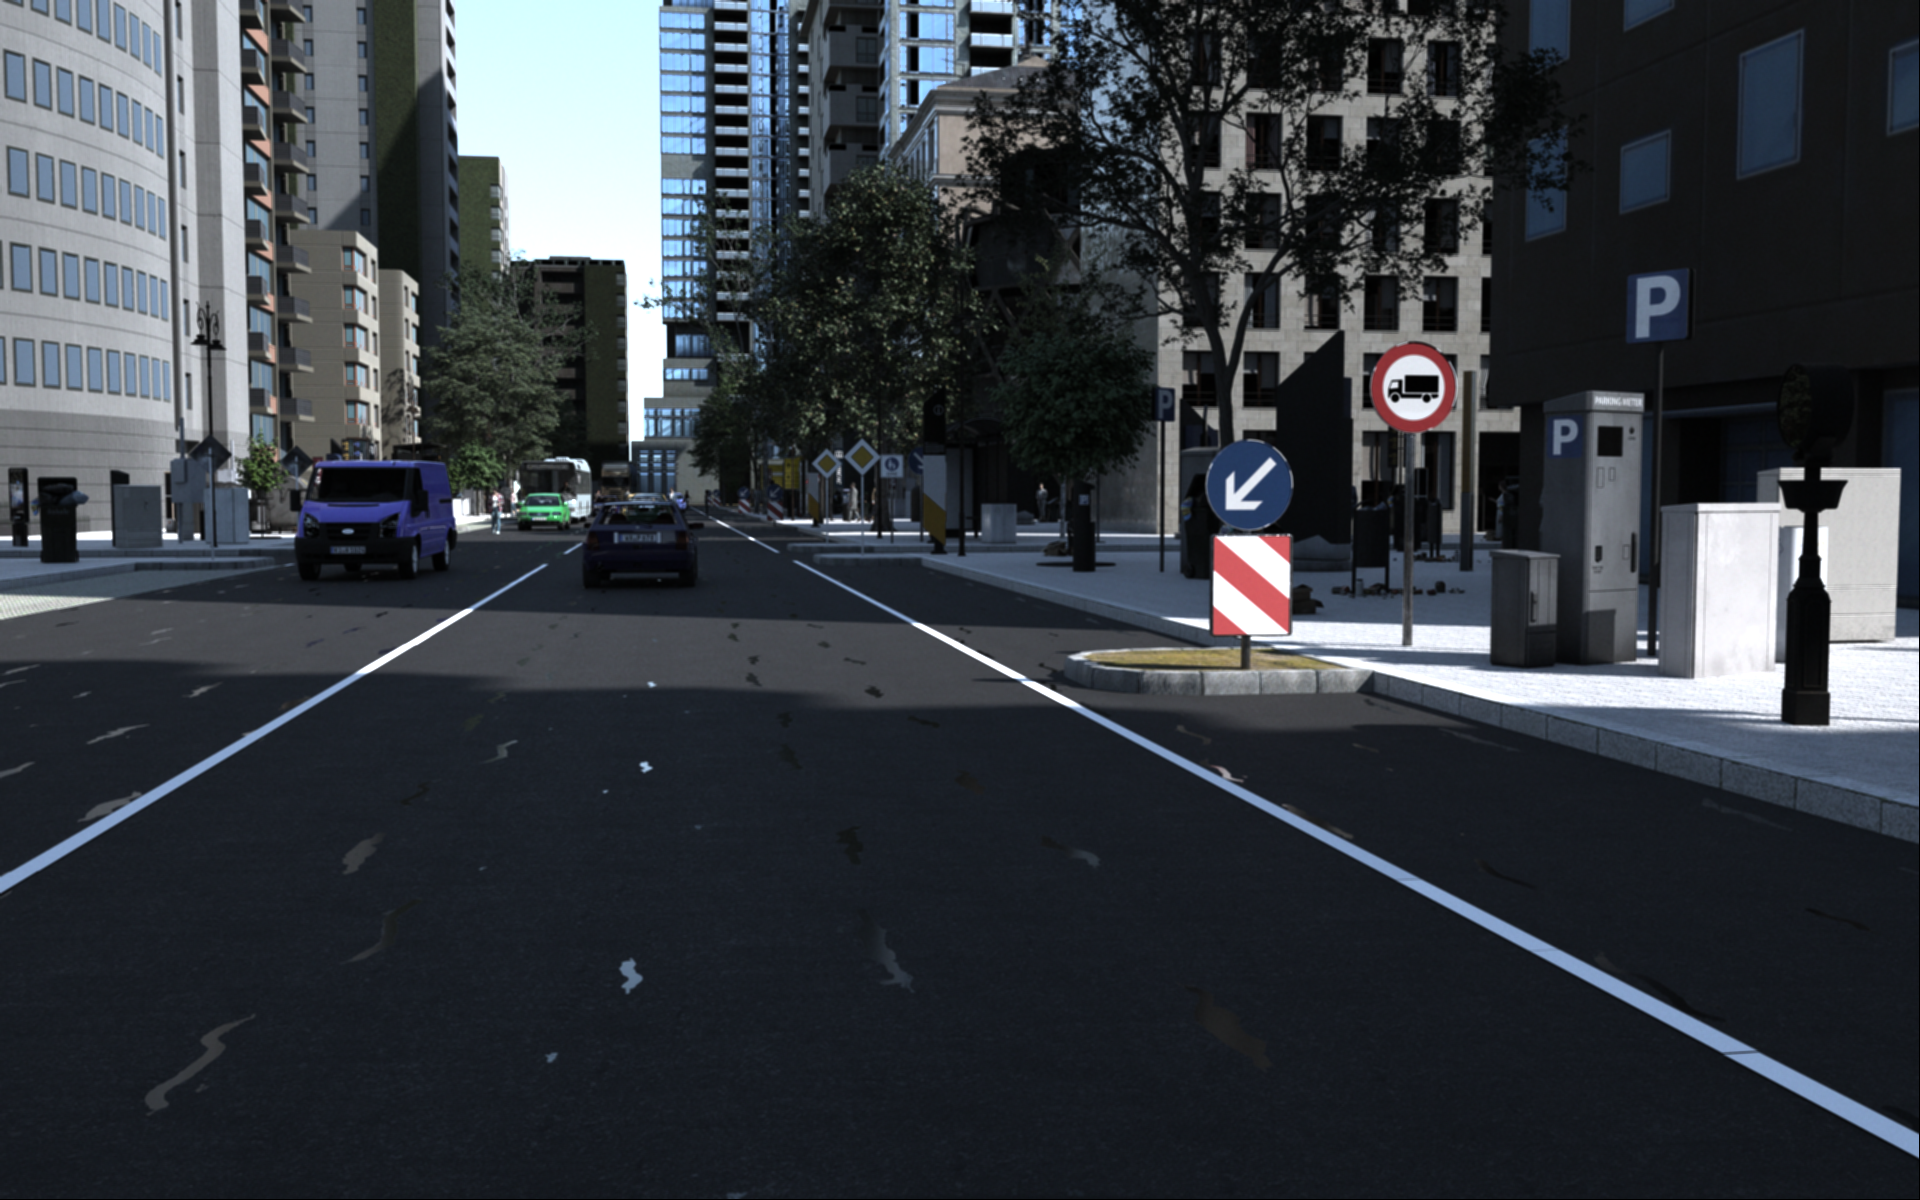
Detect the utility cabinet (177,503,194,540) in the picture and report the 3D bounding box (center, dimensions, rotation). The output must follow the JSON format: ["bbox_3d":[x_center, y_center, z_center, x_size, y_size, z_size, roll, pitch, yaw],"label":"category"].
[{"bbox_3d":[-21.648,-2.427,48.355,0.318,1.500,1.173,-2,4,-30],"label":"utility cabinet"}]

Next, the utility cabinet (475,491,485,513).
[{"bbox_3d":[-31.455,-6.409,113.472,0.318,1.500,1.173,0,4,1],"label":"utility cabinet"}]

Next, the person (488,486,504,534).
[{"bbox_3d":[-16.703,-3.244,62.374,0.563,1.720,0.643,0,4,-2],"label":"person"}]

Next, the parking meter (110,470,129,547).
[{"bbox_3d":[-20.444,-2.232,42.205,0.399,1.863,0.255,1,4,20],"label":"parking meter"}]

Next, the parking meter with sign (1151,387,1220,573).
[{"bbox_3d":[3.934,-1.934,27.888,1.738,3.016,0.543,3,5,43],"label":"parking meter with sign"}]

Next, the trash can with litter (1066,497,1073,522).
[{"bbox_3d":[5.210,-4.218,80.354,1.055,1.170,0.624,0,4,-2],"label":"trash can with litter"}]

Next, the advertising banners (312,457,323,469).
[{"bbox_3d":[-30.977,-5.225,81.613,2.074,3.025,0.090,0,4,5],"label":"advertising banners"}]

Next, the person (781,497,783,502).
[{"bbox_3d":[-11.061,-6.029,105.105,0.782,1.767,0.515,0,4,-4],"label":"person"}]

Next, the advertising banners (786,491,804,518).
[{"bbox_3d":[-8.803,-6.057,95.221,0.090,3.025,2.074,3,4,39],"label":"advertising banners"}]

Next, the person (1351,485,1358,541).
[{"bbox_3d":[10.452,-2.489,46.919,0.721,1.800,0.419,-1,4,-17],"label":"person"}]

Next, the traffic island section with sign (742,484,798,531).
[{"bbox_3d":[-7.435,-3.639,68.123,1.989,1.847,2.006,-1,4,-10],"label":"traffic island section with sign"}]

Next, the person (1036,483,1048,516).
[{"bbox_3d":[3.866,-4.684,82.828,0.606,1.804,0.583,2,4,24],"label":"person"}]

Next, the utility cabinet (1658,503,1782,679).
[{"bbox_3d":[5.419,-0.074,12.372,1.020,1.237,0.306,-2,4,-34],"label":"utility cabinet"}]

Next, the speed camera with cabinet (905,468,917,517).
[{"bbox_3d":[-2.801,-6.400,98.970,0.660,3.252,2.038,0,4,1],"label":"speed camera with cabinet"}]

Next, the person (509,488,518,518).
[{"bbox_3d":[-24.616,-5.287,95.535,0.643,1.750,0.593,0,4,7],"label":"person"}]

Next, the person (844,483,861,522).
[{"bbox_3d":[-4.957,-4.518,80.013,0.767,1.812,0.694,1,4,10],"label":"person"}]

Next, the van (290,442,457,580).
[{"bbox_3d":[-10.324,-1.614,30.768,2.240,2.365,5.245,0,4,-8],"label":"van"}]

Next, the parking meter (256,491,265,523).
[{"bbox_3d":[-30.662,-4.131,75.945,0.372,1.533,0.369,0,3,0],"label":"parking meter"}]

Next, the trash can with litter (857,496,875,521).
[{"bbox_3d":[-4.756,-4.700,88.233,0.624,1.170,1.055,3,5,39],"label":"trash can with litter"}]

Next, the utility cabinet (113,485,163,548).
[{"bbox_3d":[-19.362,-1.967,40.837,0.318,1.500,1.173,1,4,18],"label":"utility cabinet"}]

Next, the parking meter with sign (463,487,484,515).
[{"bbox_3d":[-30.120,-6.726,106.225,1.738,3.016,0.543,-1,4,-14],"label":"parking meter with sign"}]

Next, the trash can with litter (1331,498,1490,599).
[{"bbox_3d":[5.668,-0.683,22.224,2.233,1.210,1.678,-1,4,-21],"label":"trash can with litter"}]

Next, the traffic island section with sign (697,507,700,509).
[{"bbox_3d":[-24.919,-9.926,170.915,1.989,1.847,2.006,-1,4,-10],"label":"traffic island section with sign"}]

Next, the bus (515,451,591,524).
[{"bbox_3d":[-20.019,-5.579,86.079,2.948,3.499,13.247,-1,4,-9],"label":"bus"}]

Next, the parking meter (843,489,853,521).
[{"bbox_3d":[-5.387,-4.521,82.336,0.372,1.533,0.369,0,3,0],"label":"parking meter"}]

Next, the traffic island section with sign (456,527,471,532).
[{"bbox_3d":[-19.855,-3.533,66.387,1.989,1.847,2.006,-1,4,-10],"label":"traffic island section with sign"}]

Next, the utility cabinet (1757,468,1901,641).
[{"bbox_3d":[7.478,-0.384,14.964,1.173,1.500,0.318,-1,4,-11],"label":"utility cabinet"}]

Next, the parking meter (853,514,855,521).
[{"bbox_3d":[-5.268,-4.618,83.914,0.372,1.533,0.369,0,3,0],"label":"parking meter"}]

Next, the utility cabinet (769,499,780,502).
[{"bbox_3d":[-10.049,-5.216,93.968,0.318,1.500,1.173,0,4,7],"label":"utility cabinet"}]

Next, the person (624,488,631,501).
[{"bbox_3d":[-19.786,-5.790,103.343,0.511,1.800,0.466,0,4,6],"label":"person"}]

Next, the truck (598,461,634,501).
[{"bbox_3d":[-29.474,-9.803,149.200,2.839,4.237,11.283,-1,4,-9],"label":"truck"}]

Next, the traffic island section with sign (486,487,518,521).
[{"bbox_3d":[-24.367,-5.160,92.998,1.989,1.847,2.006,-1,4,-10],"label":"traffic island section with sign"}]

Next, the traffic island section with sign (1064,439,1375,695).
[{"bbox_3d":[1.870,-0.287,13.314,1.989,1.847,2.006,-1,4,-10],"label":"traffic island section with sign"}]

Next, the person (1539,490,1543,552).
[{"bbox_3d":[6.842,-0.826,19.728,0.526,1.800,0.537,-3,5,-45],"label":"person"}]

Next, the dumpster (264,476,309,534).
[{"bbox_3d":[-21.535,-3.047,55.585,1.264,1.857,1.865,-1,4,-10],"label":"dumpster"}]

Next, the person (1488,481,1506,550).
[{"bbox_3d":[13.106,-2.022,42.126,0.524,1.755,0.480,1,4,18],"label":"person"}]

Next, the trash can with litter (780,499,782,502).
[{"bbox_3d":[-11.670,-6.314,114.292,2.233,1.210,1.678,1,4,15],"label":"trash can with litter"}]

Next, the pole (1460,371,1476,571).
[{"bbox_3d":[8.445,-2.137,28.785,0.158,3.312,0.155,0,3,0],"label":"pole"}]

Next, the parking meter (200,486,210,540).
[{"bbox_3d":[-21.001,-2.440,48.301,0.372,1.533,0.369,0,3,0],"label":"parking meter"}]

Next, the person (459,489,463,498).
[{"bbox_3d":[-32.280,-6.454,111.753,0.709,1.800,0.728,-1,4,-23],"label":"person"}]

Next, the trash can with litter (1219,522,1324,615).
[{"bbox_3d":[3.324,-0.436,18.518,1.055,1.170,0.624,-2,4,-26],"label":"trash can with litter"}]

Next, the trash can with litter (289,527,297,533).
[{"bbox_3d":[-21.673,-2.810,57.332,1.055,1.170,0.624,0,4,-5],"label":"trash can with litter"}]

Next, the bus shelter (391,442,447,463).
[{"bbox_3d":[-25.205,-5.486,80.972,1.731,3.624,6.357,-1,4,-10],"label":"bus shelter"}]

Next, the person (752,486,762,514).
[{"bbox_3d":[-12.925,-6.378,110.421,0.635,1.810,0.391,-2,4,-33],"label":"person"}]

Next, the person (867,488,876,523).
[{"bbox_3d":[-3.786,-4.402,77.928,0.836,1.842,0.656,0,4,-2],"label":"person"}]

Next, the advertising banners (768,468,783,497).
[{"bbox_3d":[-12.442,-7.387,116.959,0.090,3.025,2.074,-3,4,-36],"label":"advertising banners"}]

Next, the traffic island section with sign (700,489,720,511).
[{"bbox_3d":[-20.395,-8.301,144.341,1.989,1.847,2.006,-1,4,-10],"label":"traffic island section with sign"}]

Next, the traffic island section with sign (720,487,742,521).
[{"bbox_3d":[-11.950,-5.264,94.699,1.989,1.847,2.006,-1,4,-10],"label":"traffic island section with sign"}]

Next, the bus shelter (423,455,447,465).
[{"bbox_3d":[-27.477,-5.762,88.131,2.014,3.302,5.546,-1,4,-9],"label":"bus shelter"}]

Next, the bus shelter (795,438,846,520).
[{"bbox_3d":[-7.353,-6.855,89.705,2.179,5.291,8.768,-1,4,-10],"label":"bus shelter"}]

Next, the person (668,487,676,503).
[{"bbox_3d":[-16.641,-5.609,100.224,0.581,1.822,0.654,1,4,23],"label":"person"}]

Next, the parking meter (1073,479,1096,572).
[{"bbox_3d":[2.060,-1.240,28.691,0.372,1.533,0.369,0,3,0],"label":"parking meter"}]

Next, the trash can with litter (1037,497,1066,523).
[{"bbox_3d":[4.007,-4.057,77.717,1.055,1.170,0.624,-2,4,-26],"label":"trash can with litter"}]

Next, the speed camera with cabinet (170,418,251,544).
[{"bbox_3d":[-19.409,-3.087,44.807,2.038,3.252,0.660,1,4,20],"label":"speed camera with cabinet"}]

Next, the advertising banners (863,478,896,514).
[{"bbox_3d":[-4.488,-6.155,96.824,2.074,3.025,0.090,0,4,-1],"label":"advertising banners"}]

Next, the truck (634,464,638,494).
[{"bbox_3d":[-31.324,-10.502,160.620,2.839,4.237,11.283,-1,4,-9],"label":"truck"}]

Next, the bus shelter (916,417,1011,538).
[{"bbox_3d":[0.184,-3.320,48.214,2.014,3.302,5.546,-1,4,-10],"label":"bus shelter"}]
